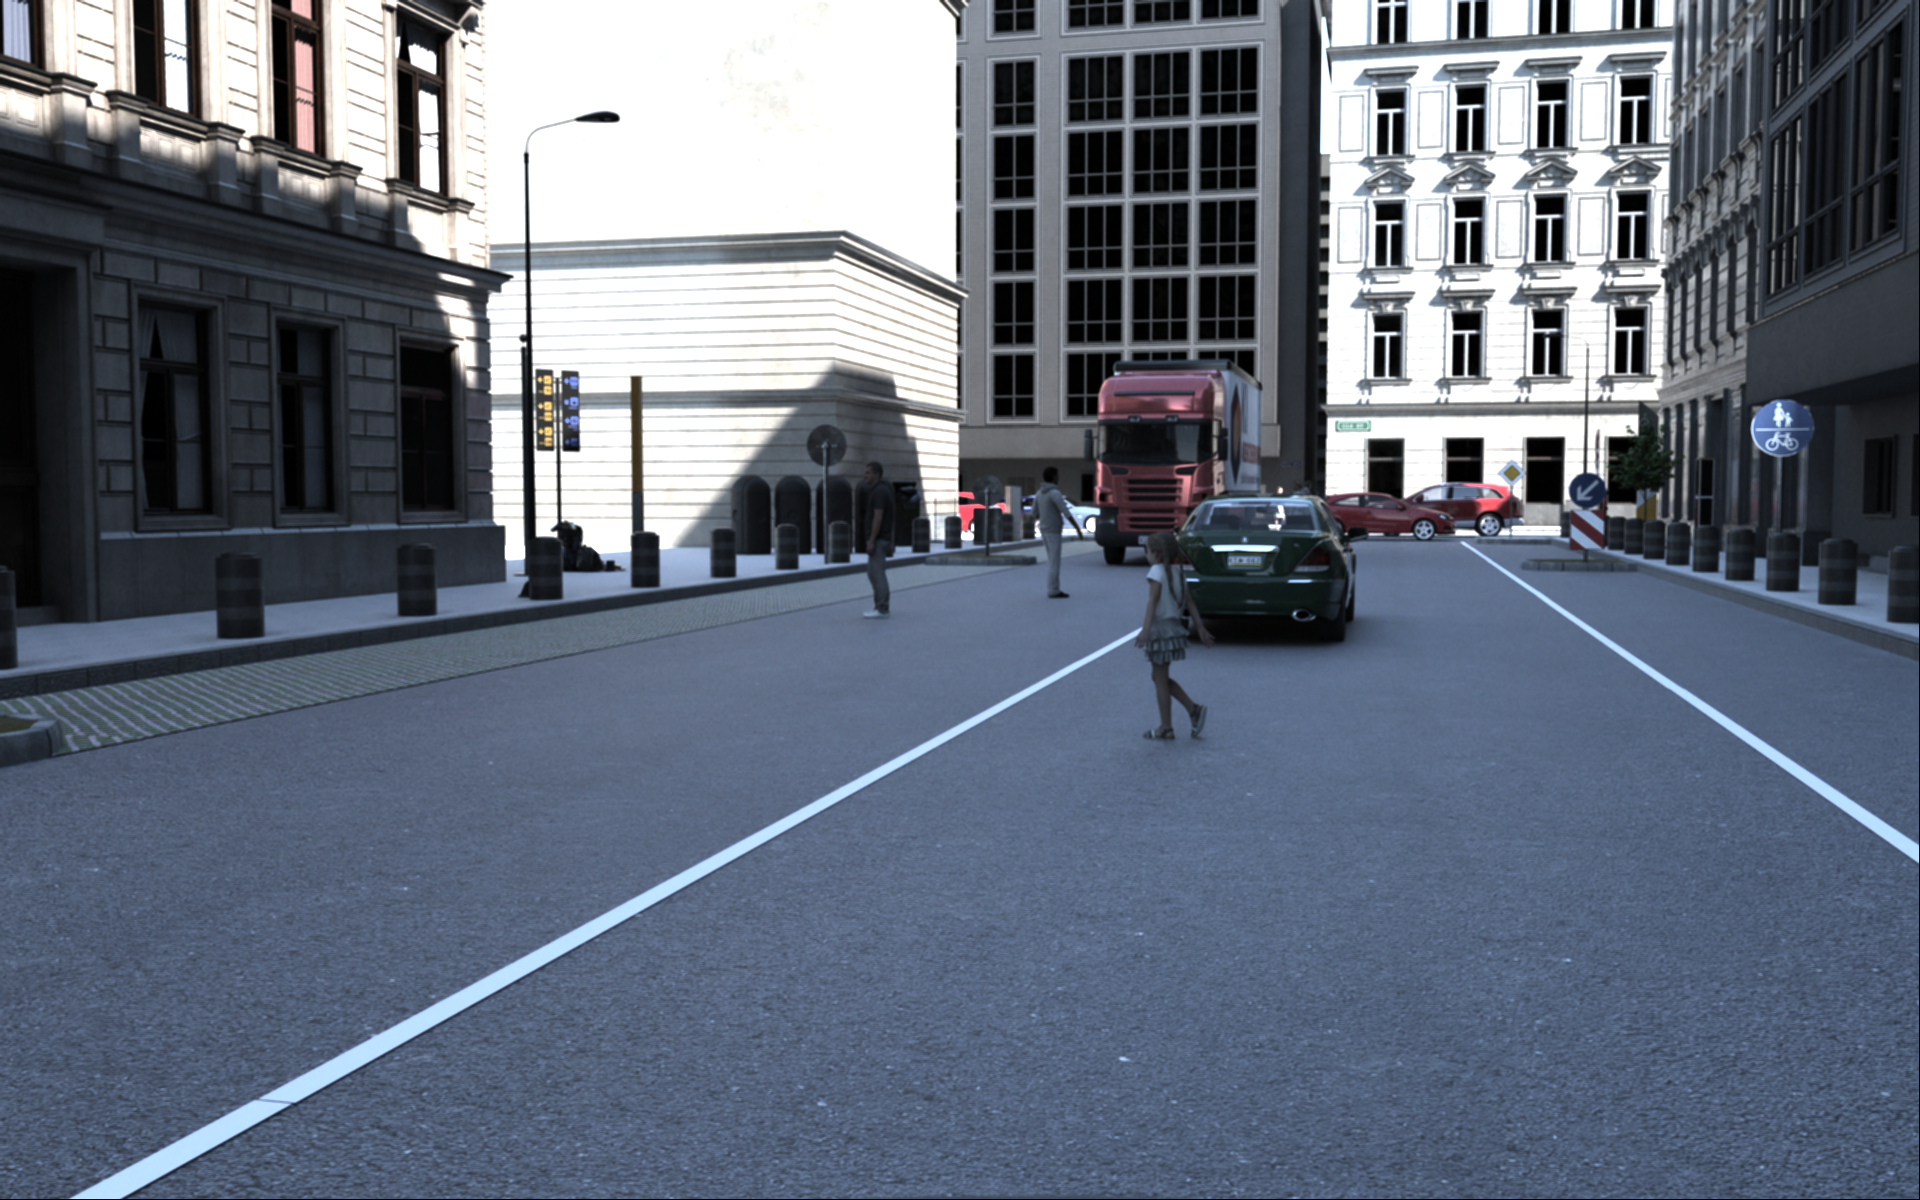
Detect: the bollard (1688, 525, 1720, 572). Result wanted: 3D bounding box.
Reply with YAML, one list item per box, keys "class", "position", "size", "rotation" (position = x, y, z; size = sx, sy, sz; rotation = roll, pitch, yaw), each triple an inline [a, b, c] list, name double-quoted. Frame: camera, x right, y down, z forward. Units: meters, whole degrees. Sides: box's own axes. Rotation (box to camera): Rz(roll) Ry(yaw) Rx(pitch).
- class: "bollard"
  position: [12.310, -0.848, 28.575]
  size: [0.404, 0.777, 0.398]
  rotation: [0, 3, 0]

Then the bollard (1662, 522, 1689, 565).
- class: "bollard"
  position: [13.010, -1.019, 31.377]
  size: [0.404, 0.777, 0.398]
  rotation: [0, 3, 0]

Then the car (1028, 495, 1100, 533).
- class: "car"
  position: [3.697, -3.246, 65.075]
  size: [4.499, 1.417, 2.014]
  rotation: [1, 4, 15]

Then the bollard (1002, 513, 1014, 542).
- class: "bollard"
  position: [1.238, -1.937, 46.388]
  size: [0.404, 0.777, 0.398]
  rotation: [0, 3, 0]

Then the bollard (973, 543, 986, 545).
- class: "bollard"
  position: [0.538, -1.766, 43.584]
  size: [0.404, 0.777, 0.398]
  rotation: [0, 3, 0]

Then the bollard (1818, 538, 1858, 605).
- class: "bollard"
  position: [10.211, -0.332, 20.146]
  size: [0.404, 0.777, 0.398]
  rotation: [0, 3, 0]

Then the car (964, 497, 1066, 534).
- class: "car"
  position: [1.726, -2.973, 61.197]
  size: [3.894, 1.354, 1.945]
  rotation: [1, 4, 13]

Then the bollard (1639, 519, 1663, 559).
- class: "bollard"
  position: [13.709, -1.191, 34.189]
  size: [0.404, 0.777, 0.398]
  rotation: [0, 3, 0]

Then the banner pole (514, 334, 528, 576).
- class: "banner pole"
  position: [-6.868, -2.289, 27.436]
  size: [0.401, 3.779, 0.863]
  rotation: [-1, 4, -9]

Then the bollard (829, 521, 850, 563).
- class: "bollard"
  position: [-2.253, -1.080, 32.369]
  size: [0.404, 0.777, 0.398]
  rotation: [0, 3, 0]

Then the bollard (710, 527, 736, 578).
- class: "bollard"
  position: [-3.657, -0.736, 26.747]
  size: [0.404, 0.777, 0.398]
  rotation: [0, 3, 0]

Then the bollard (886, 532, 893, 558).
- class: "bollard"
  position: [-1.553, -1.251, 35.171]
  size: [0.404, 0.777, 0.398]
  rotation: [0, 3, 0]

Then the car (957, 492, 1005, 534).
- class: "car"
  position: [-0.551, -3.005, 58.166]
  size: [4.494, 1.783, 2.155]
  rotation: [1, 4, 14]

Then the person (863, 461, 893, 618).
- class: "person"
  position: [-0.982, -0.700, 20.073]
  size: [0.434, 1.807, 0.598]
  rotation: [1, 4, 16]

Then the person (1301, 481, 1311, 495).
- class: "person"
  position: [10.362, -2.651, 51.943]
  size: [0.850, 1.850, 0.679]
  rotation: [1, 4, 14]

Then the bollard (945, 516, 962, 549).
- class: "bollard"
  position: [-0.156, -1.594, 40.780]
  size: [0.404, 0.777, 0.398]
  rotation: [0, 3, 0]

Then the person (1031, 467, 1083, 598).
- class: "person"
  position: [1.352, -0.939, 24.009]
  size: [0.789, 1.805, 0.875]
  rotation: [-2, 4, -34]

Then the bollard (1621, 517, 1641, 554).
- class: "bollard"
  position: [14.409, -1.362, 36.992]
  size: [0.404, 0.777, 0.398]
  rotation: [0, 3, 0]

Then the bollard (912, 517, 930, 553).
- class: "bollard"
  position: [-0.856, -1.423, 37.978]
  size: [0.404, 0.777, 0.398]
  rotation: [0, 3, 0]

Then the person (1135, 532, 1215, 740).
- class: "person"
  position: [1.218, 0.212, 10.051]
  size: [0.382, 1.210, 0.505]
  rotation: [2, 4, 34]

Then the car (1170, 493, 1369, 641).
- class: "car"
  position: [3.248, -0.409, 18.481]
  size: [2.131, 1.459, 4.920]
  rotation: [1, 4, 14]

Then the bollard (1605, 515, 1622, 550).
- class: "bollard"
  position: [15.108, -1.534, 39.800]
  size: [0.404, 0.777, 0.398]
  rotation: [0, 3, 0]

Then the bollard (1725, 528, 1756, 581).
- class: "bollard"
  position: [11.612, -0.676, 25.772]
  size: [0.404, 0.777, 0.398]
  rotation: [0, 3, 0]

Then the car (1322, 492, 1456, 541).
- class: "car"
  position: [13.152, -2.752, 54.039]
  size: [4.494, 1.783, 2.155]
  rotation: [1, 4, 15]

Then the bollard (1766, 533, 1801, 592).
- class: "bollard"
  position: [10.907, -0.503, 22.949]
  size: [0.404, 0.777, 0.398]
  rotation: [0, 3, 0]

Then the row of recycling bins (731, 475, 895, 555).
- class: "row of recycling bins"
  position: [-3.126, -1.842, 37.227]
  size: [3.534, 1.692, 1.069]
  rotation: [-1, 4, -16]

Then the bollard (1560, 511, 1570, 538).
- class: "bollard"
  position: [17.907, -2.221, 51.024]
  size: [0.404, 0.777, 0.398]
  rotation: [0, 3, 0]

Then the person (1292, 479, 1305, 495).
- class: "person"
  position: [7.958, -1.955, 40.823]
  size: [0.694, 1.780, 0.624]
  rotation: [-2, 4, -31]

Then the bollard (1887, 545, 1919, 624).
- class: "bollard"
  position: [9.508, -0.160, 17.326]
  size: [0.404, 0.777, 0.398]
  rotation: [0, 3, 0]

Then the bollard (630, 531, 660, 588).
- class: "bollard"
  position: [-4.351, -0.564, 23.933]
  size: [0.404, 0.777, 0.398]
  rotation: [0, 3, 0]

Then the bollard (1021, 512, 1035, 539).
- class: "bollard"
  position: [1.944, -2.109, 49.203]
  size: [0.404, 0.777, 0.398]
  rotation: [0, 3, 0]

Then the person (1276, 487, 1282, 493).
- class: "person"
  position: [11.904, -3.374, 64.670]
  size: [0.522, 1.701, 0.512]
  rotation: [2, 4, 28]

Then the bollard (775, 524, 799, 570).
- class: "bollard"
  position: [-2.953, -0.908, 29.559]
  size: [0.404, 0.777, 0.398]
  rotation: [0, 3, 0]

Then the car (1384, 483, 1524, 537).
- class: "car"
  position: [16.282, -3.050, 58.545]
  size: [5.304, 1.827, 2.281]
  rotation: [1, 4, 13]
